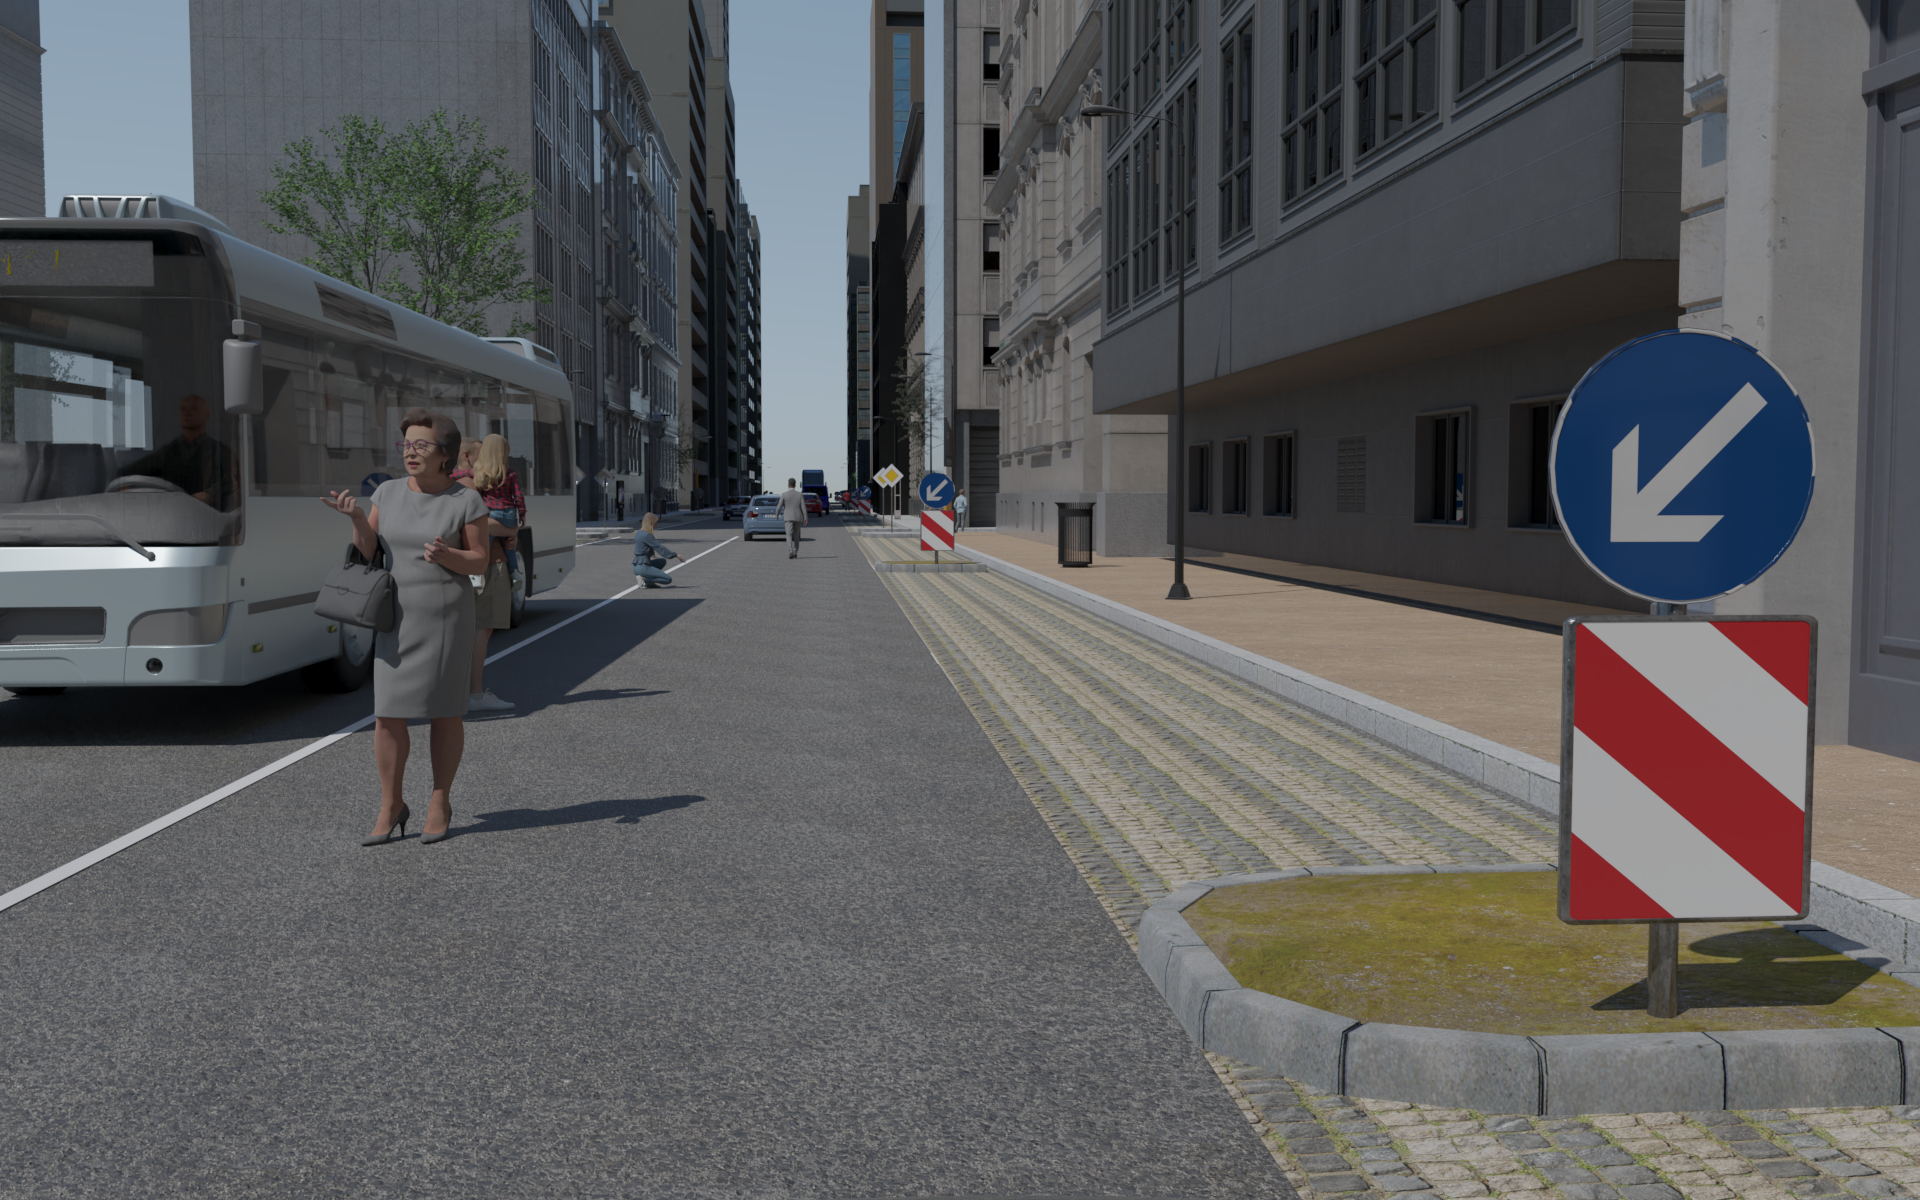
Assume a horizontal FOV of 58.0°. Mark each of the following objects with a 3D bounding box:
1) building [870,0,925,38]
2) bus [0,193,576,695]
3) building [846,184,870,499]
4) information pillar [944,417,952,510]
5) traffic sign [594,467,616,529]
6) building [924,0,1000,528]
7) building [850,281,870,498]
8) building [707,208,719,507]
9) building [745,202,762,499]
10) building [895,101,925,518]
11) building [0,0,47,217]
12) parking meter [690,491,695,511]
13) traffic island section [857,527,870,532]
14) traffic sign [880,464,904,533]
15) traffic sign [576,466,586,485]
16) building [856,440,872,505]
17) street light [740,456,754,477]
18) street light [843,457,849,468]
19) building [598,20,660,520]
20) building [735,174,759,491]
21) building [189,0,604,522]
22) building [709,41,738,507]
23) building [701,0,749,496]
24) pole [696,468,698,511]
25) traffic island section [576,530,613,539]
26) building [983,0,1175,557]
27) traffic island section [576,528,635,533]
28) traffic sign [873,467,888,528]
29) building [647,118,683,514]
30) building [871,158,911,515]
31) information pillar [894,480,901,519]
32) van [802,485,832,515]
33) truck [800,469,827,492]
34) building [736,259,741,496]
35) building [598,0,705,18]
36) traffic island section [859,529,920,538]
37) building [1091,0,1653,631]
[{"bbox_3d":[-1.070,-31.369,162.999,14.600,45.320,14.200,0,4,-5],"label":"building"},{"bbox_3d":[-5.745,-1.246,15.225,2.948,3.499,13.247,0,4,-3],"label":"bus"},{"bbox_3d":[-6.620,-39.330,266.747,21.300,48.544,21.600,0,4,-5],"label":"building"},{"bbox_3d":[-0.381,-3.748,52.638,0.183,3.616,0.504,1,4,20],"label":"information pillar"},{"bbox_3d":[-13.196,-3.714,64.367,0.795,2.450,0.064,0,4,-5],"label":"traffic sign"},{"bbox_3d":[8.822,-15.493,71.329,19.932,24.808,12.078,0,4,-5],"label":"building"},{"bbox_3d":[-8.716,-29.207,249.234,14.160,30.474,14.107,0,4,-5],"label":"building"},{"bbox_3d":[-30.900,-24.203,167.420,14.160,30.474,14.107,0,4,-5],"label":"building"},{"bbox_3d":[-43.516,-40.313,282.819,21.300,48.544,21.600,0,4,-5],"label":"building"},{"bbox_3d":[2.431,-16.216,94.016,11.050,23.489,19.941,0,4,-5],"label":"building"},{"bbox_3d":[-52.485,-17.626,65.682,29.804,29.767,11.434,0,4,-5],"label":"building"},{"bbox_3d":[-20.052,-7.438,130.018,0.372,1.533,0.369,0,3,0],"label":"parking meter"},{"bbox_3d":[-2.860,-2.627,65.237,2.009,0.180,2.903,0,4,-5],"label":"traffic island section"},{"bbox_3d":[-2.253,-3.276,57.198,0.795,2.450,0.064,0,4,-5],"label":"traffic sign"},{"bbox_3d":[-12.567,-3.227,56.407,0.795,2.450,0.064,0,4,-5],"label":"traffic sign"},{"bbox_3d":[-0.584,-54.187,198.625,22.319,86.520,31.000,0,4,-5],"label":"building"},{"bbox_3d":[-27.207,-15.346,223.444,1.470,5.913,1.316,0,4,-5],"label":"street light"},{"bbox_3d":[-14.272,-15.564,227.011,1.470,5.913,1.316,0,4,-5],"label":"street light"},{"bbox_3d":[-24.259,-18.771,94.300,14.401,28.519,23.554,0,4,-5],"label":"building"},{"bbox_3d":[-42.160,-38.975,256.851,23.786,49.044,30.456,0,4,-5],"label":"building"},{"bbox_3d":[-22.426,-15.582,72.788,12.078,24.808,19.932,0,4,-5],"label":"building"},{"bbox_3d":[-35.072,-34.300,184.501,21.300,48.544,21.600,0,4,-5],"label":"building"},{"bbox_3d":[-38.860,-48.478,230.870,20.563,71.187,20.611,0,4,-5],"label":"building"},{"bbox_3d":[-20.373,-8.584,134.198,0.158,3.312,0.155,0,3,0],"label":"pole"},{"bbox_3d":[-12.590,-2.091,56.466,2.009,0.180,2.903,0,4,-5],"label":"traffic island section"},{"bbox_3d":[8.257,-15.801,45.739,14.401,28.519,23.554,0,4,-5],"label":"building"},{"bbox_3d":[-13.219,-2.578,64.427,2.009,0.180,2.903,0,4,-5],"label":"traffic island section"},{"bbox_3d":[-2.882,-3.762,65.158,0.795,2.450,0.064,0,4,-5],"label":"traffic sign"},{"bbox_3d":[-26.104,-20.240,116.827,13.634,28.700,20.117,0,4,-5],"label":"building"},{"bbox_3d":[0.694,-17.255,111.791,12.332,23.373,15.834,0,4,-5],"label":"building"},{"bbox_3d":[-3.157,-5.077,87.502,0.304,2.012,0.304,0,4,-7],"label":"information pillar"},{"bbox_3d":[-10.056,-7.119,120.780,2.240,2.365,5.245,0,4,-4],"label":"van"},{"bbox_3d":[-15.695,-11.850,183.509,2.967,4.110,18.799,0,4,-4],"label":"truck"},{"bbox_3d":[-33.279,-26.412,203.542,14.160,30.474,14.107,0,4,-5],"label":"building"},{"bbox_3d":[-33.131,-32.102,148.569,21.300,48.544,21.600,0,4,-5],"label":"building"},{"bbox_3d":[-2.231,-2.140,57.277,2.009,0.180,2.903,0,4,-5],"label":"traffic island section"},{"bbox_3d":[10.472,-13.968,21.879,14.314,27.812,24.014,0,4,-5],"label":"building"}]
